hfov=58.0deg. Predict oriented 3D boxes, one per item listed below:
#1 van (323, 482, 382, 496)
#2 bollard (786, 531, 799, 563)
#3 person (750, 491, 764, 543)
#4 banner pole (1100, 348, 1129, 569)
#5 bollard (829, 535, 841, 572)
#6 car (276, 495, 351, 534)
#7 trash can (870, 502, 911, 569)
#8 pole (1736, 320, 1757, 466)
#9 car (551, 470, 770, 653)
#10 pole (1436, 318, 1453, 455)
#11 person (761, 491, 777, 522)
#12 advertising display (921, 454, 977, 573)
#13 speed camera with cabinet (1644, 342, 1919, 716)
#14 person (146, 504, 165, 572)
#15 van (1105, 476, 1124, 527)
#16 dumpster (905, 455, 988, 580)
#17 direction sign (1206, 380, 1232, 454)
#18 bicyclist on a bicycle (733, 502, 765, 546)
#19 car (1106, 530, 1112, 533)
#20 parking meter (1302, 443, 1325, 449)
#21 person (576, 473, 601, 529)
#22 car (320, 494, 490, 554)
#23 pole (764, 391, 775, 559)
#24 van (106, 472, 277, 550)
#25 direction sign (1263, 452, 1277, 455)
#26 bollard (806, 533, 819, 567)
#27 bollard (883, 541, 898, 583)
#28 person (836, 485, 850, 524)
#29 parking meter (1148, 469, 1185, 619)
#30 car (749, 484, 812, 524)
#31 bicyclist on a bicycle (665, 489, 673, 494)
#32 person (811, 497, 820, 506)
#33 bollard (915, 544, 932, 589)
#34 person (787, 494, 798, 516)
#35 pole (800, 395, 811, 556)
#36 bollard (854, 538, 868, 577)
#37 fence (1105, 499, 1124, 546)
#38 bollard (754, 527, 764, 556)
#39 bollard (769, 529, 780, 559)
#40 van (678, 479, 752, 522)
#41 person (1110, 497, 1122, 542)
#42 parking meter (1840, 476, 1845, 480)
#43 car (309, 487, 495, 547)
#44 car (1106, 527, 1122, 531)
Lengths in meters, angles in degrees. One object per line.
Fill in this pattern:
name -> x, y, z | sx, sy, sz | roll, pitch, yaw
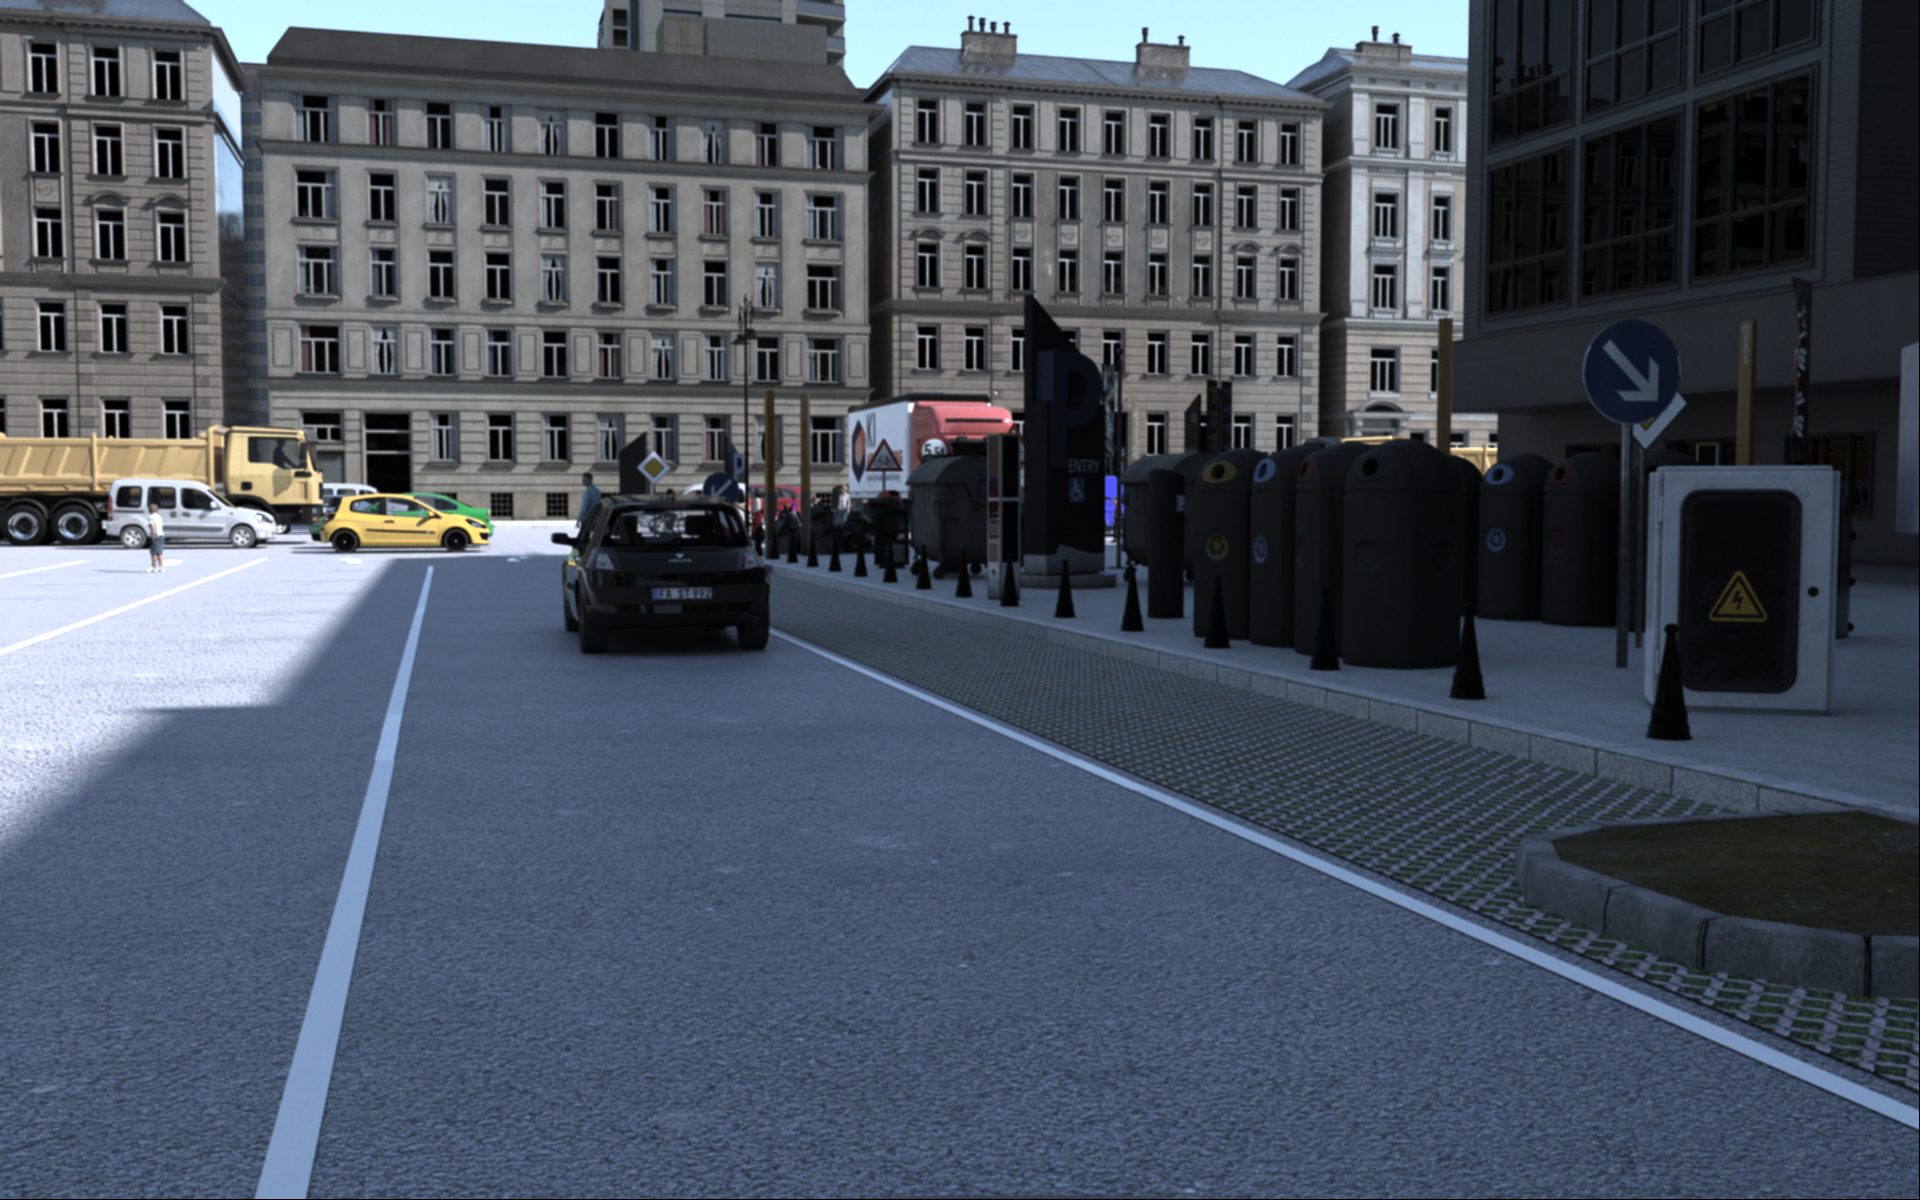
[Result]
van -> -22.854, -3.642, 66.559 | 4.112, 2.044, 2.013 | -1, 4, -16
bollard -> -3.129, -0.997, 32.349 | 0.229, 0.601, 0.229 | 0, 3, 0
person -> -6.007, -2.468, 51.321 | 0.387, 1.526, 0.523 | 0, 4, 7
banner pole -> 2.604, -2.418, 29.556 | 0.401, 3.779, 0.863 | 2, 4, 34
bollard -> -2.076, -0.778, 28.765 | 0.229, 0.601, 0.229 | 0, 3, 0
car -> -23.000, -3.103, 62.735 | 4.499, 1.417, 2.014 | -1, 4, -15
trash can -> -1.184, -1.122, 30.002 | 0.748, 1.137, 0.748 | 0, 3, 0
pole -> 9.263, -1.627, 20.449 | 0.158, 3.312, 0.155 | 0, 3, 0
car -> -2.990, -0.450, 17.142 | 2.009, 1.686, 4.222 | -1, 4, -16
pole -> 5.644, -1.614, 20.233 | 0.158, 3.312, 0.155 | 0, 3, 0
person -> -5.903, -2.785, 54.290 | 0.600, 1.795, 0.529 | 3, 5, 39
advertising display -> -0.143, -1.394, 28.012 | 0.974, 1.923, 0.123 | 0, 4, -7
speed camera with cabinet -> 5.145, -0.965, 10.114 | 2.038, 3.252, 0.660 | 1, 4, 17
person -> -14.832, -1.145, 31.903 | 0.352, 1.250, 0.332 | 3, 5, 41
van -> 5.776, -3.346, 59.098 | 5.245, 2.365, 2.240 | -1, 4, -16
dumpster -> -0.014, -1.281, 26.704 | 1.264, 1.857, 1.865 | -1, 4, -16
direction sign -> 5.182, -2.611, 34.688 | 0.379, 3.537, 0.876 | 3, 5, 41
bicyclist on a bicycle -> -6.145, -2.296, 47.562 | 1.625, 1.676, 1.499 | -1, 4, -17
car -> 4.164, -3.363, 64.574 | 3.694, 1.707, 1.945 | -1, 4, -15
parking meter -> 3.930, -0.846, 19.543 | 0.255, 1.863, 0.399 | 2, 4, 32
person -> -7.006, -1.507, 33.007 | 0.748, 1.841, 0.638 | 2, 4, 35
car -> -13.681, -1.990, 42.766 | 3.980, 1.641, 2.015 | -1, 4, -16
pole -> -3.765, -2.473, 34.275 | 0.158, 3.312, 0.155 | 0, 3, 0
van -> -20.276, -2.373, 45.817 | 4.112, 2.044, 2.013 | -1, 4, -15
direction sign -> 16.654, -6.186, 93.145 | 0.876, 3.537, 0.379 | 1, 4, 11
bollard -> -2.599, -0.887, 30.550 | 0.229, 0.601, 0.229 | 0, 3, 0
bollard -> -1.014, -0.559, 25.184 | 0.229, 0.601, 0.229 | 0, 3, 0
person -> -4.115, -3.197, 61.443 | 0.731, 1.740, 0.598 | 2, 4, 30
parking meter -> 2.140, -0.585, 17.972 | 0.372, 1.533, 0.369 | 0, 3, 0
car -> -8.296, -3.592, 67.408 | 5.304, 1.827, 2.281 | -1, 4, -16
bicyclist on a bicycle -> -10.108, -3.100, 60.711 | 1.625, 1.676, 1.499 | -1, 4, -17
person -> -5.242, -3.104, 63.161 | 0.340, 1.345, 0.435 | 1, 4, 11
bollard -> -0.489, -0.450, 23.395 | 0.229, 0.601, 0.229 | 0, 3, 0
person -> -6.299, -3.203, 64.103 | 0.776, 1.435, 0.726 | 2, 4, 34
pole -> -3.185, -2.562, 35.726 | 0.158, 3.312, 0.155 | 0, 3, 0
bollard -> -1.546, -0.669, 26.987 | 0.229, 0.601, 0.229 | 0, 3, 0
fence -> 3.343, -1.912, 42.457 | 2.264, 1.192, 0.480 | -3, 5, -39
bollard -> -4.188, -1.216, 35.930 | 0.229, 0.601, 0.229 | 0, 3, 0
bollard -> -3.657, -1.107, 34.139 | 0.229, 0.601, 0.229 | 0, 3, 0
van -> -9.767, -3.472, 63.780 | 4.112, 2.044, 2.013 | -1, 4, -17
person -> 4.626, -2.378, 51.293 | 0.340, 1.345, 0.435 | 1, 4, 11
parking meter -> 10.910, -0.819, 21.805 | 0.372, 1.533, 0.369 | 0, 3, 0
car -> -14.878, -2.293, 46.288 | 4.718, 1.807, 1.959 | -1, 4, -15
car -> 5.207, -3.003, 61.456 | 4.827, 1.381, 2.083 | -1, 4, -15
